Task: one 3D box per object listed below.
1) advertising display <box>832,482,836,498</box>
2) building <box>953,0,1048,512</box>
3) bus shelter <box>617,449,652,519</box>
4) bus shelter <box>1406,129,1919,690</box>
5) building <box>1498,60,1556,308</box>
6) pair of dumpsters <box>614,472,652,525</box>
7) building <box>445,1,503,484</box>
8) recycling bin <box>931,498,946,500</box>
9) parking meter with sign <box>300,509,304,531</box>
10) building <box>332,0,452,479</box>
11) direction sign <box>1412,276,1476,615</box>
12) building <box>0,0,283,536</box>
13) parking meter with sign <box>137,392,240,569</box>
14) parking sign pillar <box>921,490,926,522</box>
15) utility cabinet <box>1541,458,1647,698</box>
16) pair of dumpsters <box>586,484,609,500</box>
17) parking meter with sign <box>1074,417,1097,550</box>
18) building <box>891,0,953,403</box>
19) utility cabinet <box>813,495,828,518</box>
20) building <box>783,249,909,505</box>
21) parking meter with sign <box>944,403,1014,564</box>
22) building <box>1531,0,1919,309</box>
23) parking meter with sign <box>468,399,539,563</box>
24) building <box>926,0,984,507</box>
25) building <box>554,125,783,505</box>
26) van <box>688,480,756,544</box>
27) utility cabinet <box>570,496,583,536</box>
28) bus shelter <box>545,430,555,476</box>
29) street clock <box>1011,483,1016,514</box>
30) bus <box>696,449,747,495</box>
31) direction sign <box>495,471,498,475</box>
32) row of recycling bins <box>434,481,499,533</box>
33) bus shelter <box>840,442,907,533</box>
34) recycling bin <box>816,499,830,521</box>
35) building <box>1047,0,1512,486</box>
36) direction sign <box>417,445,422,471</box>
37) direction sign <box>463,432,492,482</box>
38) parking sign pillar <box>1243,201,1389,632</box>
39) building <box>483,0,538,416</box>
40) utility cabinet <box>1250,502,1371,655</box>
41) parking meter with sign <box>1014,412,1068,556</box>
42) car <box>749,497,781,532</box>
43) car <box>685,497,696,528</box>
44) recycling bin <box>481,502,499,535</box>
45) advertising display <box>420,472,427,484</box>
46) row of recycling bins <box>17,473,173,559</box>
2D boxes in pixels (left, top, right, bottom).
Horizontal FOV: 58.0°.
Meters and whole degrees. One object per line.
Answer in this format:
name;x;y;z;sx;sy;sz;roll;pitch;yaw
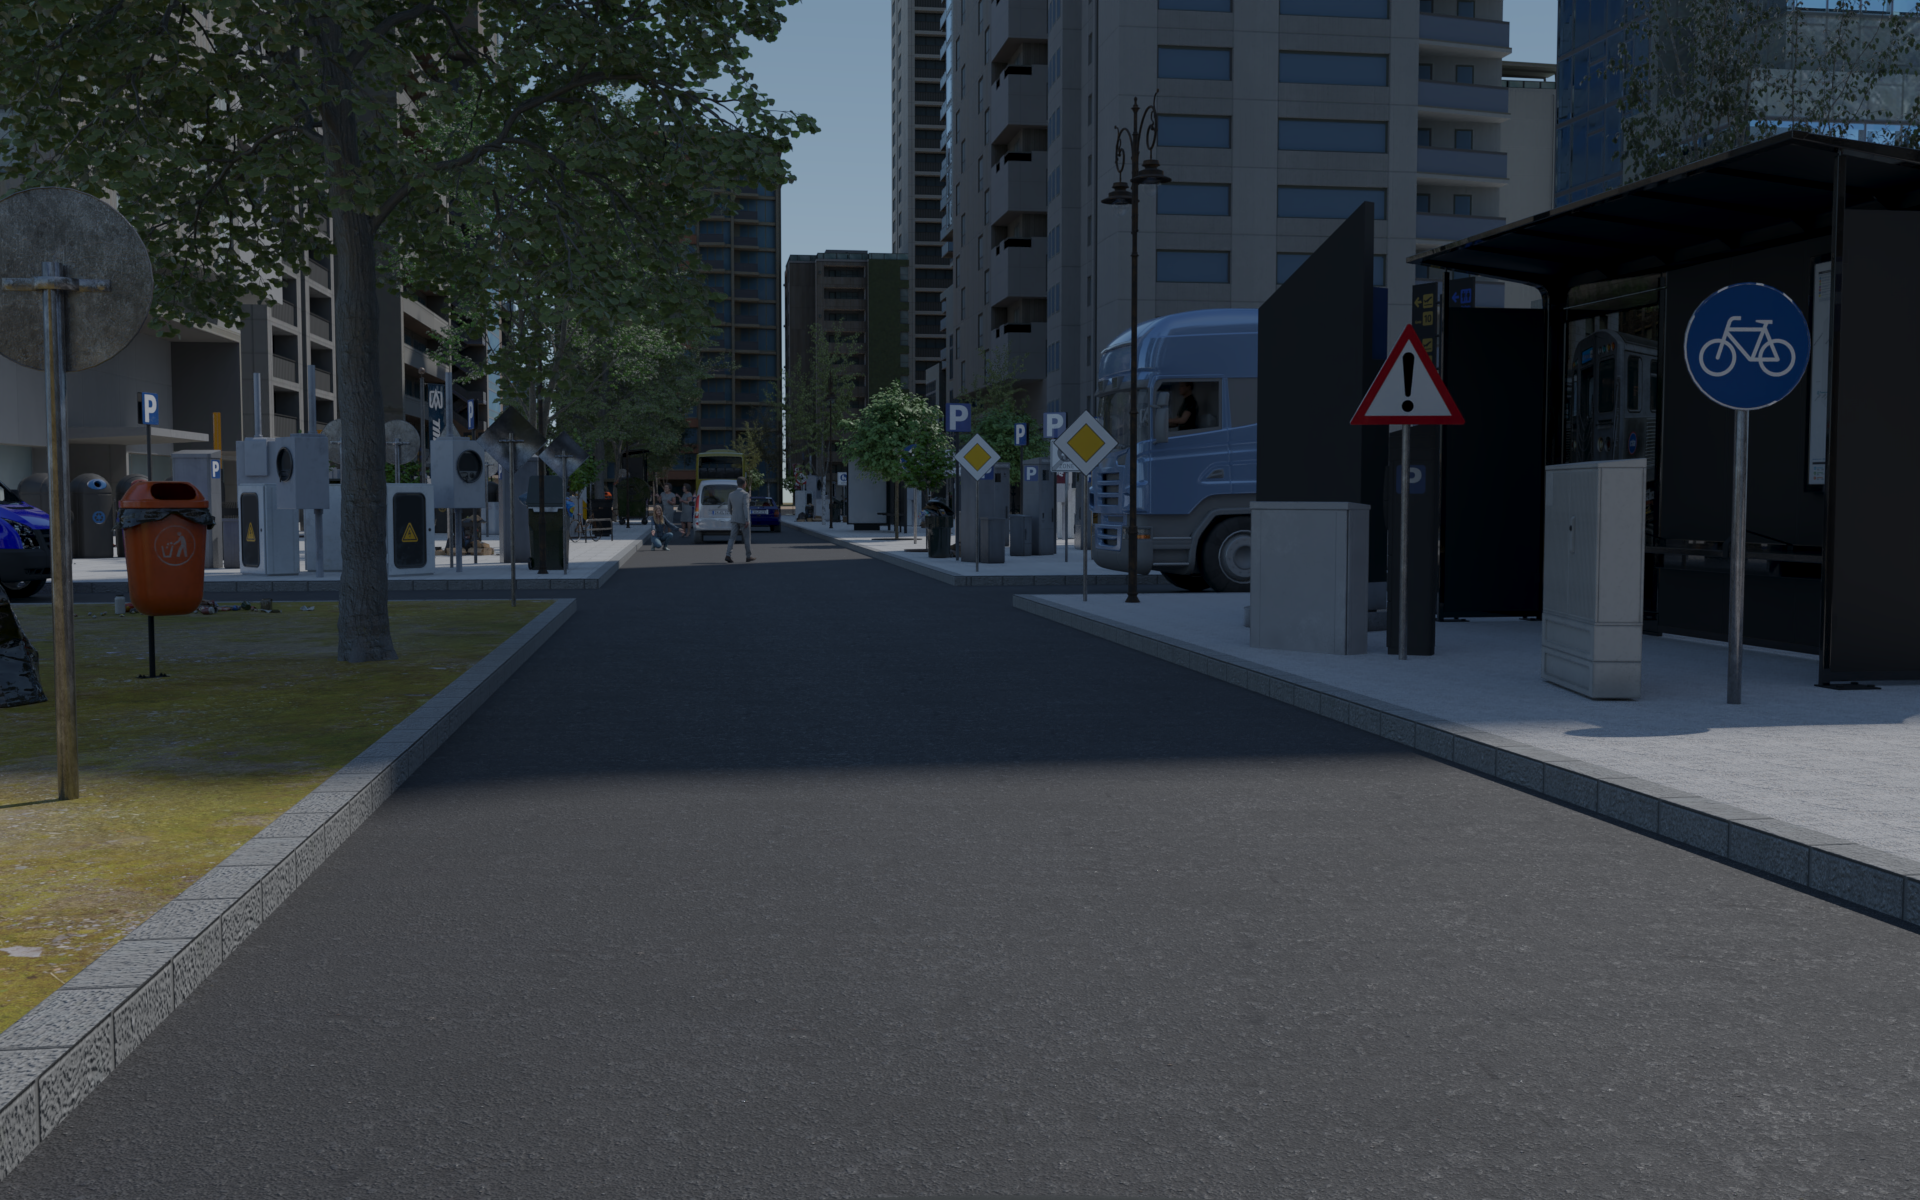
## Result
advertising display;-6.664;-5.295;91.793;0.123;1.923;0.974;0;3;0
building;14.666;-32.596;122.181;28.713;52.752;27.495;-1;4;-9
bus shelter;-17.006;-6.097;90.975;1.731;3.624;6.357;-1;4;-9
bus shelter;5.748;-1.415;14.414;1.731;3.624;6.357;-1;4;-9
building;49.204;-29.554;166.796;14.086;41.232;14.154;-1;4;-9
pair of dumpsters;-13.853;-4.335;73.375;1.574;2.255;4.437;-1;4;-9
building;-48.394;-30.694;151.955;14.200;45.320;14.600;-1;4;-9
recycling bin;-1.300;-5.404;100.905;0.722;1.027;0.722;2;4;33
parking meter with sign;-23.285;-3.892;59.894;0.543;3.016;1.738;3;5;42
building;-44.553;-29.650;108.473;21.300;48.544;21.600;-1;4;-9
direction sign;5.129;-1.620;18.488;0.379;3.537;0.876;-2;4;-30
building;-37.993;-28.410;53.742;28.713;52.752;27.495;-1;4;-9
parking meter with sign;-13.139;-2.053;29.825;1.738;3.016;0.543;0;4;2
parking sign pillar;-1.975;-5.119;72.164;1.447;3.967;1.447;-3;4;-38
utility cabinet;4.085;-0.157;11.245;0.318;1.500;1.173;0;4;4
pair of dumpsters;-20.402;-5.751;96.524;1.574;2.255;4.437;-1;4;-9
parking meter with sign;2.953;-2.671;39.940;0.543;3.016;1.738;0;4;-8
building;2.882;-47.361;212.610;20.611;71.187;20.563;-1;4;-9
utility cabinet;-7.706;-5.087;94.338;1.020;1.237;0.306;1;4;12
building;-13.753;-26.674;207.814;14.107;30.474;14.160;-1;4;-9
parking meter with sign;0.319;-2.222;32.591;0.543;3.016;1.738;-2;4;-26
building;34.657;-45.474;56.167;31.000;86.520;22.319;-1;4;-9
parking meter with sign;-8.230;-2.207;32.352;1.738;3.016;0.543;-2;4;-27
building;6.626;-51.268;150.902;22.319;86.520;31.000;-1;4;-9
building;-35.732;-33.858;208.206;28.867;44.769;22.147;-1;4;-9
van;-7.082;-2.725;51.557;2.013;2.044;4.112;0;4;-7
utility cabinet;-12.096;-2.567;53.140;1.020;1.237;0.306;-3;4;-38
bus shelter;-16.252;-4.557;65.788;1.731;3.624;6.357;-1;4;-9
street clock;3.016;-5.708;97.890;0.358;2.002;0.471;0;4;6
bus;-13.057;-6.312;94.748;2.896;3.916;12.252;0;4;-8
direction sign;-19.464;-4.889;71.937;0.876;3.537;0.379;-1;4;-16
row of recycling bins;-15.730;-3.018;56.451;3.534;1.692;1.069;2;4;26
bus shelter;-2.844;-3.956;58.610;2.014;3.302;5.546;-1;4;-9
recycling bin;-6.454;-4.286;82.630;0.722;1.027;0.722;1;4;9
building;15.292;-33.616;91.622;21.231;58.520;28.212;-1;4;-9
direction sign;-25.075;-5.411;80.461;0.379;3.537;0.876;-2;4;-30
direction sign;-17.754;-4.378;63.585;0.876;3.537;0.379;-1;4;-16
parking sign pillar;3.477;-1.723;16.649;1.447;3.967;1.447;-3;4;-38
building;-65.475;-54.386;201.881;31.000;86.520;22.319;-1;4;-9
utility cabinet;2.860;-0.186;14.208;0.306;1.237;1.020;-3;5;-40
parking meter with sign;1.621;-2.448;36.283;0.543;3.016;1.738;2;4;30
car;-7.762;-3.261;65.903;1.945;1.354;3.894;-1;4;-10
car;-10.979;-3.785;74.468;1.945;1.354;3.894;-1;4;-10
recycling bin;-14.864;-2.576;54.676;0.722;1.027;0.722;1;4;10
advertising display;-15.617;-2.768;50.471;0.123;1.923;0.974;-1;4;-12
row of recycling bins;-17.082;-1.702;34.939;1.069;1.692;3.534;3;5;42
